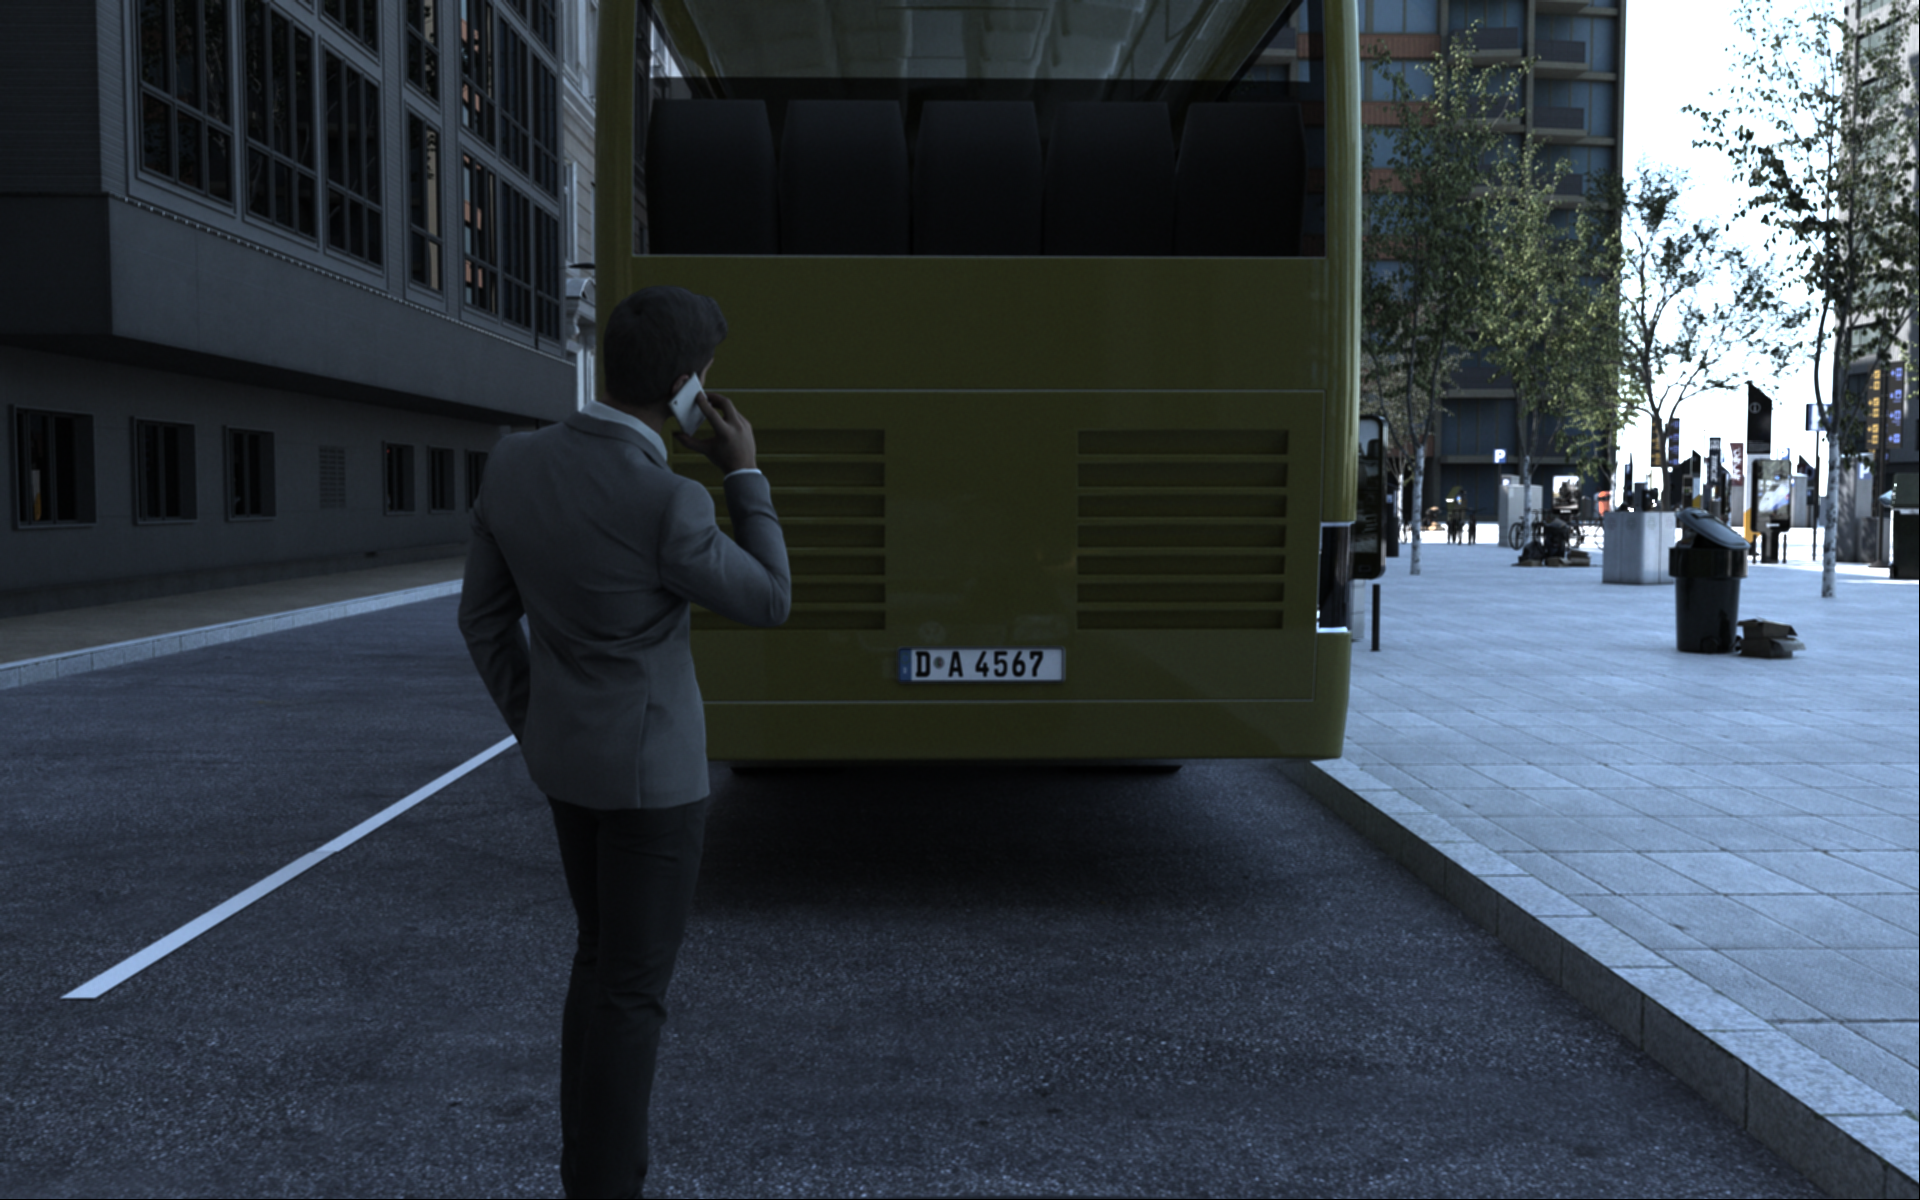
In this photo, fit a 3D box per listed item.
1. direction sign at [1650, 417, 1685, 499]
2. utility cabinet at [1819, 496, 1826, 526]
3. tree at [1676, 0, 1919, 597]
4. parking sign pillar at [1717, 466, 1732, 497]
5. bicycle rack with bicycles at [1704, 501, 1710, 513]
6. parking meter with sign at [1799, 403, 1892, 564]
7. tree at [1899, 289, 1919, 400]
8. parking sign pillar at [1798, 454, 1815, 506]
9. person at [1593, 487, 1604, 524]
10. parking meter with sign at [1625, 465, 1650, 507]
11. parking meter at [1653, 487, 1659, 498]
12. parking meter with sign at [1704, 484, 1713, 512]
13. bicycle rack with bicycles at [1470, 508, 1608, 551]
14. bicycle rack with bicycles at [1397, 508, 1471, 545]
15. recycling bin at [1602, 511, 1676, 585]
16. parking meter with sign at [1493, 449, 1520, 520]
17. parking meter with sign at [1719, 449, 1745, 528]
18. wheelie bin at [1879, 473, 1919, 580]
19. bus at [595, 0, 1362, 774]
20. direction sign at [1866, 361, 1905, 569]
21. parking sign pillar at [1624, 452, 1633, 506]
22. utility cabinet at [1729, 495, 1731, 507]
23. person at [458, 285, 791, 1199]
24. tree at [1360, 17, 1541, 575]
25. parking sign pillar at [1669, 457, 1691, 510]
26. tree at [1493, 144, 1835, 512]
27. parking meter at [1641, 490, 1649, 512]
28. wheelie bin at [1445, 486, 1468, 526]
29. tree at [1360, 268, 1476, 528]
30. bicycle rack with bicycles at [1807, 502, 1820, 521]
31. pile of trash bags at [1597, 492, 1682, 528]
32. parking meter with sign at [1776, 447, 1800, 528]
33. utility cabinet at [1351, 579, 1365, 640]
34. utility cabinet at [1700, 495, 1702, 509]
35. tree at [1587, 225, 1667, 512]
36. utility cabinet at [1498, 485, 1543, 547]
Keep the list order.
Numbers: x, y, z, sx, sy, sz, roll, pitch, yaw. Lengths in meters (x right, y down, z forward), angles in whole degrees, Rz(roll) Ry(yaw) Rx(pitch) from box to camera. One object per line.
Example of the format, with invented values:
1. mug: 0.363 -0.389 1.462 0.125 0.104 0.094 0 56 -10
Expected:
1. direction sign: 20.900 -3.633 51.400 0.379 3.537 0.876 -3 5 -43
2. utility cabinet: 34.840 -3.569 69.508 0.306 1.237 1.020 0 4 5
3. tree: 11.050 -4.336 21.252 4.360 8.622 3.978 0 3 0
4. parking sign pillar: 62.678 -9.398 142.131 1.447 3.967 1.447 -1 4 -17
5. bicycle rack with bicycles: 36.174 -4.353 84.560 2.852 0.926 2.925 2 4 28
6. parking meter with sign: 16.662 -2.212 32.429 0.543 3.016 1.738 -1 4 -17
7. tree: 26.522 -5.759 44.516 4.737 8.622 4.395 0 3 0
8. parking sign pillar: 57.071 -7.845 116.737 1.447 3.967 1.447 -2 4 -27
9. person: 28.105 -4.110 76.261 0.480 1.755 0.524 0 4 -2
10. parking meter with sign: 40.097 -6.470 102.041 0.543 3.016 1.738 -3 5 -44
11. parking meter: 54.597 -7.960 135.862 0.399 1.863 0.255 3 4 37
12. parking meter with sign: 54.129 -7.898 125.386 1.738 3.016 0.543 3 5 40
13. bicycle rack with bicycles: 13.904 -1.620 39.866 2.925 0.926 2.852 -1 4 -19
14. bicycle rack with bicycles: 12.363 -1.919 44.755 2.852 0.926 2.925 2 4 29
15. recycling bin: 9.727 -0.750 24.811 0.722 1.027 0.722 -2 4 -28
16. parking meter with sign: 21.564 -4.373 67.760 1.738 3.016 0.543 -3 5 -42
17. parking meter with sign: 30.051 -4.298 66.529 0.543 3.016 1.738 -3 5 -45
18. wheelie bin: 14.377 -1.112 26.087 0.980 1.594 0.693 2 4 33
19. bus: -0.096 -1.233 11.708 2.896 3.916 12.252 0 4 -2
20. direction sign: 15.932 -2.318 29.893 0.379 3.537 0.876 -1 4 -10
21. parking sign pillar: 42.259 -7.400 109.456 1.447 3.967 1.447 1 4 17
22. utility cabinet: 58.345 -7.334 131.078 1.020 1.237 0.306 1 4 14
23. person: -0.628 0.331 3.271 0.473 1.802 0.592 -3 5 -41
24. tree: 7.267 -4.724 27.598 4.737 8.622 4.395 0 3 0
25. parking sign pillar: 51.628 -8.296 124.115 1.447 3.967 1.447 0 4 5
26. tree: 18.678 -6.805 45.671 8.767 10.594 7.601 0 4 -1
27. parking meter: 38.874 -5.496 98.269 0.372 1.533 0.369 0 3 0
28. wheelie bin: 19.760 -3.731 68.905 0.693 1.594 0.980 -1 4 -16
29. tree: 14.434 -6.420 55.327 4.360 8.622 3.978 0 3 0
30. bicycle rack with bicycles: 39.138 -4.093 80.308 2.852 0.926 2.925 -2 4 -26
31. pile of trash bags: 25.591 -3.389 65.159 3.447 1.369 1.912 -1 4 -12
32. parking meter with sign: 31.347 -4.194 64.827 1.738 3.016 0.543 -2 4 -26
33. utility cabinet: 2.991 -0.410 15.387 1.173 1.500 0.318 3 4 39
34. utility cabinet: 62.917 -8.259 146.194 0.306 1.237 1.020 -1 4 -12
35. tree: 11.704 -5.189 35.205 4.737 8.622 4.395 0 3 0
36. utility cabinet: 13.551 -2.029 41.856 1.173 1.500 0.318 -2 4 -30
